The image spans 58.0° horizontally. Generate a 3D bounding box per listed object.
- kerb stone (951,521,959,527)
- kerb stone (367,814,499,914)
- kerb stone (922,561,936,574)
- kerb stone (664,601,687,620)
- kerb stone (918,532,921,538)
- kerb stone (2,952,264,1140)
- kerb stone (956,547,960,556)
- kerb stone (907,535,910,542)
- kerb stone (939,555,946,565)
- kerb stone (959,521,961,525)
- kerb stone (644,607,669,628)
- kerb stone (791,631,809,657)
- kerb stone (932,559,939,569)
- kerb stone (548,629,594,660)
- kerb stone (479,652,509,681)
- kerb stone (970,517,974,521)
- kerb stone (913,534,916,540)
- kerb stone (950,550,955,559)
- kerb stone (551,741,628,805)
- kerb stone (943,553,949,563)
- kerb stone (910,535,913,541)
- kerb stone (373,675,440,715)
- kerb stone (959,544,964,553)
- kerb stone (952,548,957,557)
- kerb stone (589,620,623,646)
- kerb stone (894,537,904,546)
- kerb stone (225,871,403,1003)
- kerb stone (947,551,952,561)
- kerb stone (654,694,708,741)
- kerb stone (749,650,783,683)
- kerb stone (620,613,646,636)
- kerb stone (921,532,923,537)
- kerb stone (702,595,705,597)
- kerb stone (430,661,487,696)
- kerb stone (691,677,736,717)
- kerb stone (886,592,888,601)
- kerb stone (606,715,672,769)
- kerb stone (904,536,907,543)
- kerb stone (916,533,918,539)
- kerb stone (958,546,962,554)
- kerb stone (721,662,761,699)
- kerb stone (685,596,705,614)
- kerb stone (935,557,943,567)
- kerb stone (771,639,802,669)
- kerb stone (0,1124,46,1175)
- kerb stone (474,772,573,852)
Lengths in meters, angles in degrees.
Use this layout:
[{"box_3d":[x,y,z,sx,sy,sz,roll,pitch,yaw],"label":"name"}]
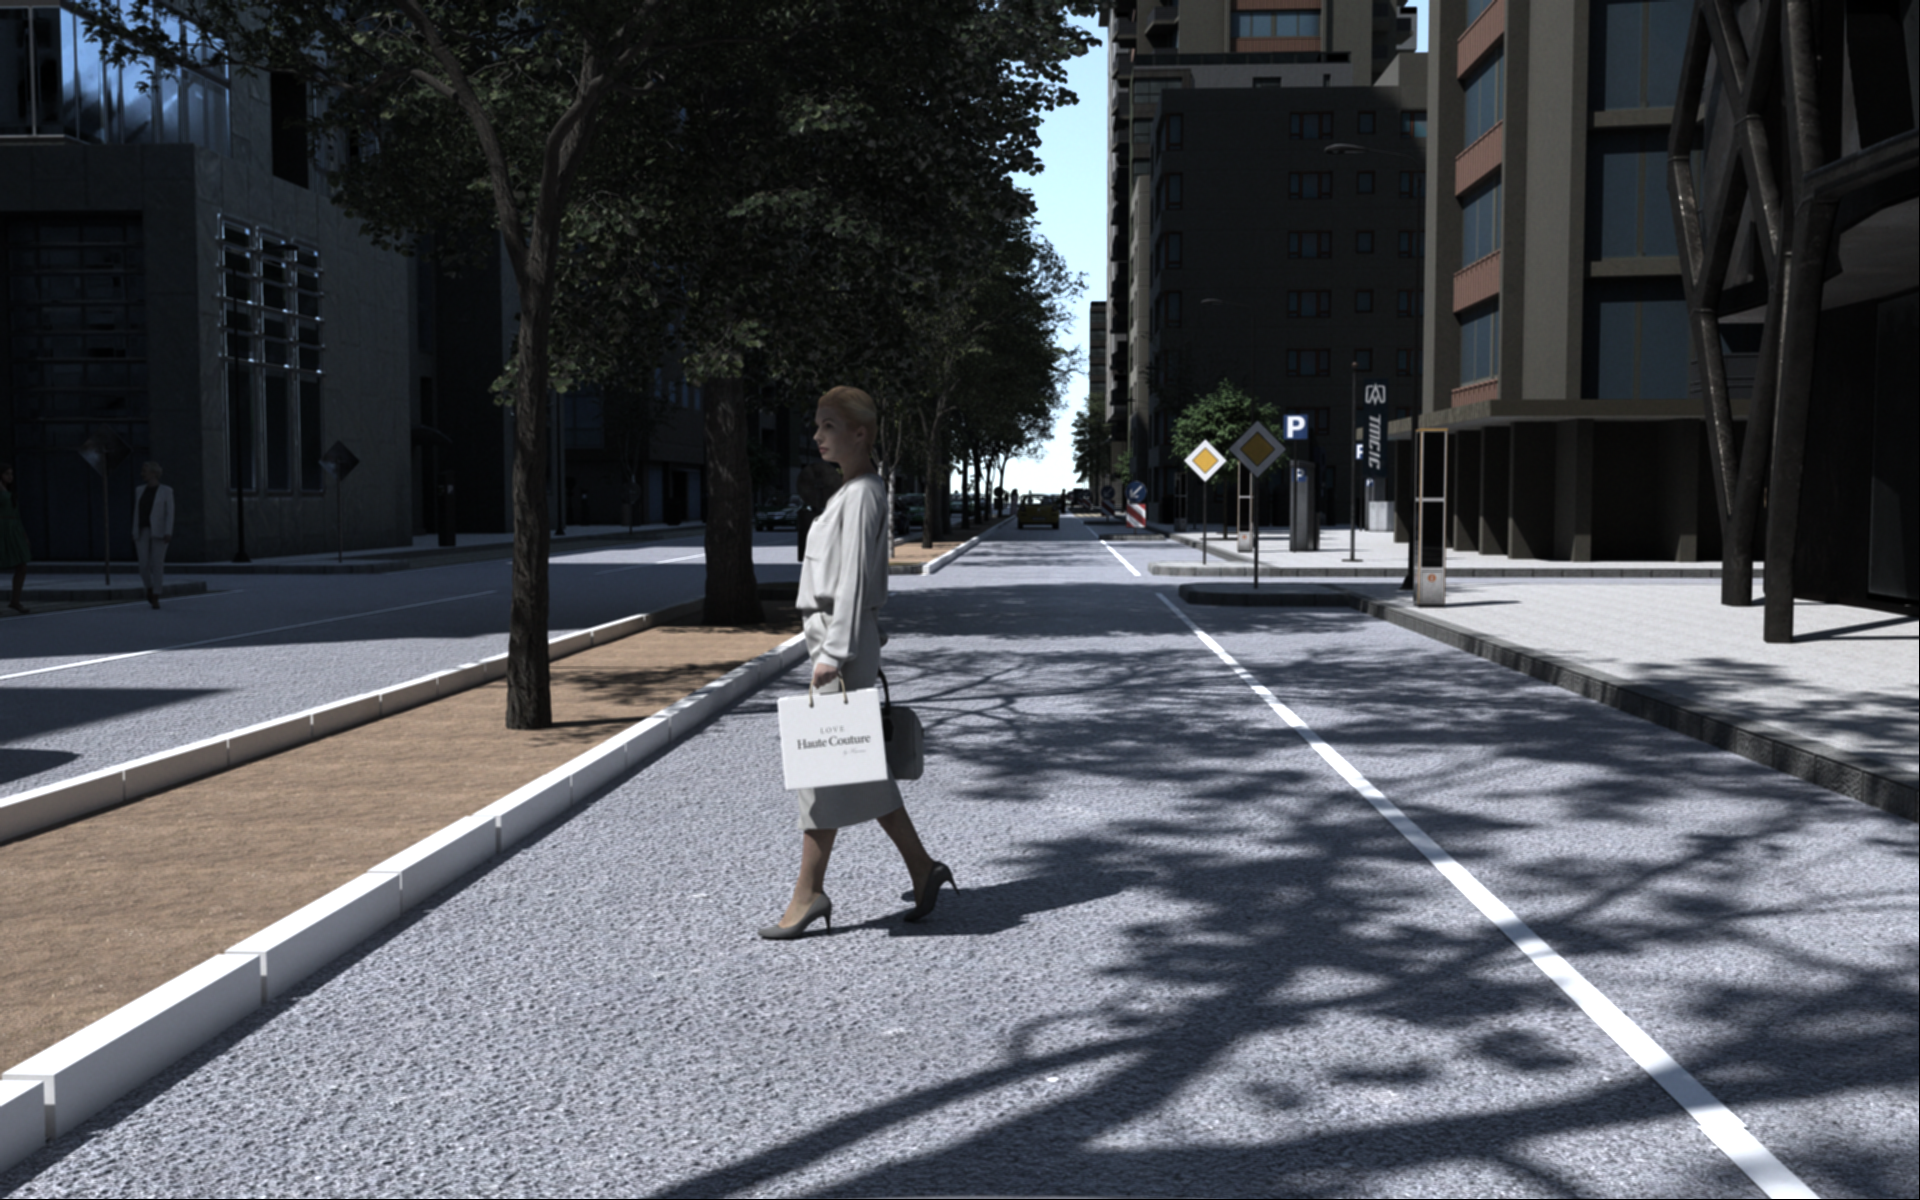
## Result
[{"box_3d":[-0.226,-3.394,77.682,0.120,0.150,1.000,0,4,3],"label":"kerb stone"},{"box_3d":[-1.934,0.967,6.399,0.120,0.150,1.000,0,4,3],"label":"kerb stone"},{"box_3d":[-0.585,-0.565,31.479,0.120,0.150,1.000,0,4,3],"label":"kerb stone"},{"box_3d":[-3.318,0.146,19.803,0.120,0.150,1.000,0,4,3],"label":"kerb stone"},{"box_3d":[-1.418,-2.015,55.148,0.120,0.150,1.000,0,4,3],"label":"kerb stone"},{"box_3d":[-2.039,1.095,4.340,0.120,0.150,1.000,0,4,3],"label":"kerb stone"},{"box_3d":[-0.152,-1.068,39.662,0.120,0.150,1.000,0,4,3],"label":"kerb stone"},{"box_3d":[-1.645,-1.762,51.055,0.120,0.150,1.000,0,4,3],"label":"kerb stone"},{"box_3d":[-0.429,-0.755,34.543,0.120,0.150,1.000,0,4,3],"label":"kerb stone"},{"box_3d":[-0.161,-3.456,78.702,0.120,0.150,1.000,0,4,3],"label":"kerb stone"},{"box_3d":[-3.356,0.209,18.777,0.120,0.150,1.000,0,4,3],"label":"kerb stone"},{"box_3d":[-1.428,0.403,15.605,0.120,0.150,1.000,0,4,3],"label":"kerb stone"},{"box_3d":[-0.533,-0.630,32.499,0.120,0.150,1.000,0,4,3],"label":"kerb stone"},{"box_3d":[-3.540,0.399,15.711,0.120,0.150,1.000,0,4,3],"label":"kerb stone"},{"box_3d":[-3.638,0.525,13.669,0.120,0.150,1.000,0,4,3],"label":"kerb stone"},{"box_3d":[0.709,-4.457,95.069,0.120,0.150,1.000,0,4,3],"label":"kerb stone"},{"box_3d":[-1.531,-1.890,53.096,0.120,0.150,1.000,0,4,3],"label":"kerb stone"},{"box_3d":[-0.248,-0.938,37.607,0.120,0.150,1.000,0,4,3],"label":"kerb stone"},{"box_3d":[-1.814,0.845,8.446,0.120,0.150,1.000,0,4,3],"label":"kerb stone"},{"box_3d":[-0.367,-0.815,35.566,0.120,0.150,1.000,0,4,3],"label":"kerb stone"},{"box_3d":[-1.593,-1.827,52.076,0.120,0.150,1.000,0,4,3],"label":"kerb stone"},{"box_3d":[-3.744,0.650,11.618,0.120,0.150,1.000,0,4,3],"label":"kerb stone"},{"box_3d":[-0.039,-1.193,41.708,0.120,0.150,1.000,0,4,3],"label":"kerb stone"},{"box_3d":[-0.202,-1.002,38.641,0.120,0.150,1.000,0,4,3],"label":"kerb stone"},{"box_3d":[-3.468,0.334,16.731,0.120,0.150,1.000,0,4,3],"label":"kerb stone"},{"box_3d":[-1.752,-1.640,49.014,0.120,0.150,1.000,0,4,3],"label":"kerb stone"},{"box_3d":[-1.982,1.031,5.371,0.120,0.150,1.000,0,4,3],"label":"kerb stone"},{"box_3d":[-0.310,-0.880,36.586,0.120,0.150,1.000,0,4,3],"label":"kerb stone"},{"box_3d":[-1.702,0.717,10.492,0.120,0.150,1.000,0,4,3],"label":"kerb stone"},{"box_3d":[-1.543,0.529,13.562,0.120,0.150,1.000,0,4,3],"label":"kerb stone"},{"box_3d":[-3.419,0.273,17.757,0.120,0.150,1.000,0,4,3],"label":"kerb stone"},{"box_3d":[-1.372,-2.077,56.177,0.120,0.150,1.000,0,4,3],"label":"kerb stone"},{"box_3d":[-3.204,0.021,21.852,0.120,0.150,1.000,0,4,3],"label":"kerb stone"},{"box_3d":[-3.691,0.585,12.638,0.120,0.150,1.000,0,4,3],"label":"kerb stone"},{"box_3d":[-1.655,0.656,11.513,0.120,0.150,1.000,0,4,3],"label":"kerb stone"},{"box_3d":[-1.050,-0.030,22.770,0.120,0.150,1.000,0,4,3],"label":"kerb stone"},{"box_3d":[-1.761,0.781,9.467,0.120,0.150,1.000,0,4,3],"label":"kerb stone"},{"box_3d":[-1.695,-1.703,50.034,0.120,0.150,1.000,0,4,3],"label":"kerb stone"},{"box_3d":[-1.485,-1.952,54.117,0.120,0.150,1.000,0,4,3],"label":"kerb stone"},{"box_3d":[-0.095,-1.131,40.684,0.120,0.150,1.000,0,4,3],"label":"kerb stone"},{"box_3d":[-1.603,0.592,12.538,0.120,0.150,1.000,0,4,3],"label":"kerb stone"},{"box_3d":[-3.262,0.093,20.825,0.120,0.150,1.000,0,4,3],"label":"kerb stone"},{"box_3d":[-0.478,-0.693,33.522,0.120,0.150,1.000,0,4,3],"label":"kerb stone"},{"box_3d":[-1.483,0.466,14.585,0.120,0.150,1.000,0,4,3],"label":"kerb stone"},{"box_3d":[-2.098,1.161,3.311,0.120,0.150,1.000,0,4,3],"label":"kerb stone"},{"box_3d":[-1.866,0.904,7.420,0.120,0.150,1.000,0,4,3],"label":"kerb stone"}]
